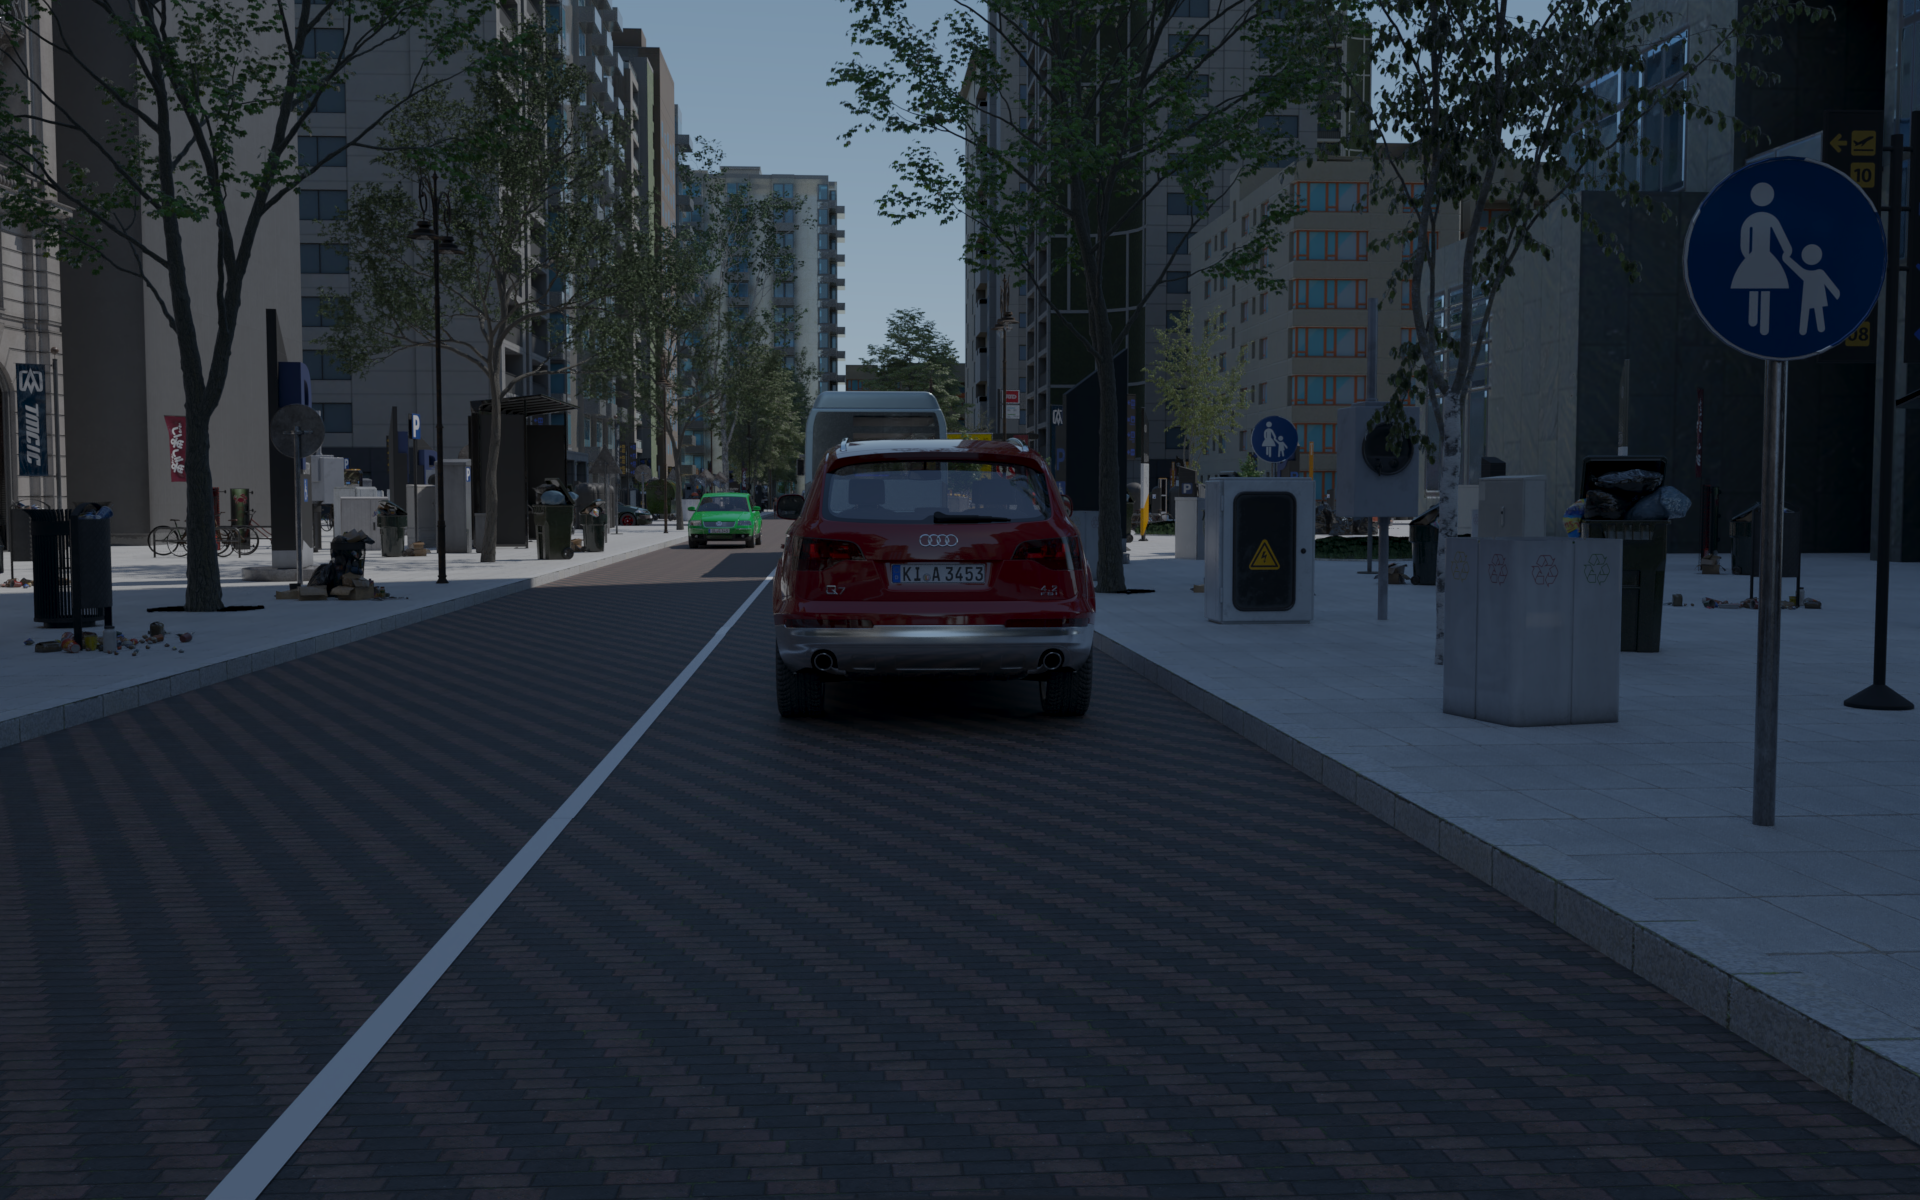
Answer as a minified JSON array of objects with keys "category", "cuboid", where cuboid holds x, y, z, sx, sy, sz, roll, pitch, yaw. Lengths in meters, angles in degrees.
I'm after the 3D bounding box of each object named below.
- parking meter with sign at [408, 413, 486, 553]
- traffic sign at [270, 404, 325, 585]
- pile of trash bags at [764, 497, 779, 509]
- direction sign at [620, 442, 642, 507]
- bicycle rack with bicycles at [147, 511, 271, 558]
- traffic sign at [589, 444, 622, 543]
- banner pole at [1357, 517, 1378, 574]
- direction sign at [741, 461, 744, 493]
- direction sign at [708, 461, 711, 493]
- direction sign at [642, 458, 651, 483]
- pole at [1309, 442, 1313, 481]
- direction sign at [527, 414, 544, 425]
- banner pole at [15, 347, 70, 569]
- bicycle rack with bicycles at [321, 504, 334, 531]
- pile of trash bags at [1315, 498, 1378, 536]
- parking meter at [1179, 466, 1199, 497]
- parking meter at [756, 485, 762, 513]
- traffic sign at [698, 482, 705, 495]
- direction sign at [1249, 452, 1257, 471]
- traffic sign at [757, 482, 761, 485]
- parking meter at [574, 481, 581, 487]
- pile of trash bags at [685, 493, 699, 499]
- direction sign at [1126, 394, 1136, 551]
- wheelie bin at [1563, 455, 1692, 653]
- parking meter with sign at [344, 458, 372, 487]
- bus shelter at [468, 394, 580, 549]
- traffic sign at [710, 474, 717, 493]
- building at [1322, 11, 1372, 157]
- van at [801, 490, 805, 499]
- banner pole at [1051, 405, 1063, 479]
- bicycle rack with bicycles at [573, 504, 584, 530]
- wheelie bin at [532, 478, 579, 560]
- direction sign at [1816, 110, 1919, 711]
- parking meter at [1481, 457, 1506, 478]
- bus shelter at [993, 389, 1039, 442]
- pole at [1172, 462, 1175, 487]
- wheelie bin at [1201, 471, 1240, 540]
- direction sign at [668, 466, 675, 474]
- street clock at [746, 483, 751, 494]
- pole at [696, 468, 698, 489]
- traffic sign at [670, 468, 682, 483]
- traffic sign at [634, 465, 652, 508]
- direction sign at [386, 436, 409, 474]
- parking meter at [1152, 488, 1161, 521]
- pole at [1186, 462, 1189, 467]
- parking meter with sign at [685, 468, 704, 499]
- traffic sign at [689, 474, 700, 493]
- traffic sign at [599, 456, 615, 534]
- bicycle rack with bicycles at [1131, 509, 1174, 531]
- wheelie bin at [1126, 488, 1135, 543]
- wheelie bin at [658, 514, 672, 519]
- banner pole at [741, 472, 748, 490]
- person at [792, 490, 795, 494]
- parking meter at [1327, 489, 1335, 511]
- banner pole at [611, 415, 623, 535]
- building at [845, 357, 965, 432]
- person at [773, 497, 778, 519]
[{"category":"parking meter with sign","cuboid":[-11.018,-2.532,37.658,1.738,3.016,0.543,0,4,0]},{"category":"traffic sign","cuboid":[-9.345,-1.489,24.449,0.768,2.556,0.104,0,4,-2]},{"category":"pile of trash bags","cuboid":[-17.085,-8.499,148.712,3.447,1.369,1.912,-1,4,-9]},{"category":"direction sign","cuboid":[-14.548,-5.129,75.864,0.876,3.537,0.379,-3,5,-43]},{"category":"bicycle rack with bicycles","cuboid":[-15.431,-1.371,35.801,2.925,0.926,2.852,0,4,5]},{"category":"traffic sign","cuboid":[-9.279,-2.772,45.334,0.884,2.594,0.081,0,4,1]},{"category":"banner pole","cuboid":[6.682,-2.326,28.054,0.401,3.779,0.863,1,4,19]},{"category":"direction sign","cuboid":[-14.835,-7.725,118.297,0.379,3.537,0.876,-1,4,-16]},{"category":"direction sign","cuboid":[-17.133,-7.743,118.592,0.379,3.537,0.876,0,4,8]},{"category":"direction sign","cuboid":[-19.679,-7.166,109.166,0.379,3.537,0.876,-2,4,-35]},{"category":"pole","cuboid":[13.681,-4.505,67.507,0.158,3.312,0.155,0,3,0]},{"category":"direction sign","cuboid":[-12.060,-3.462,48.596,0.876,3.537,0.379,-3,5,-40]},{"category":"banner pole","cuboid":[-15.547,-2.408,29.383,0.401,3.779,0.863,3,5,43]},{"category":"bicycle rack with bicycles","cuboid":[-22.392,-2.865,60.221,2.852,0.926,2.925,-3,5,-44]},{"category":"pile of trash bags","cuboid":[12.267,-2.701,53.918,1.912,1.369,3.447,-1,4,-15]},{"category":"parking meter","cuboid":[4.806,-1.877,36.407,0.399,1.863,0.255,1,4,18]},{"category":"parking meter","cuboid":[-13.532,-6.765,116.325,0.255,1.863,0.399,-3,4,-39]},{"category":"traffic sign","cuboid":[-15.830,-6.544,107.100,0.768,2.556,0.104,0,4,-1]},{"category":"direction sign","cuboid":[15.737,-6.192,93.237,0.379,3.537,0.876,-2,4,-24]},{"category":"traffic sign","cuboid":[-16.280,-8.486,139.928,0.795,2.450,0.064,0,4,2]},{"category":"parking meter","cuboid":[-17.008,-4.369,77.150,0.255,1.863,0.399,1,4,15]},{"category":"pile of trash bags","cuboid":[-14.796,-5.386,97.817,1.912,1.369,3.447,-1,4,-17]},{"category":"direction sign","cuboid":[3.685,-2.884,39.149,0.379,3.537,0.876,3,5,43]},{"category":"wheelie bin","cuboid":[5.473,-0.386,14.216,0.980,1.594,0.693,1,4,14]},{"category":"parking meter with sign","cuboid":[-29.216,-5.421,84.901,1.738,3.016,0.543,-3,5,-44]},{"category":"bus shelter","cuboid":[-10.879,-3.203,43.654,1.731,3.624,6.357,0,4,-4]},{"category":"traffic sign","cuboid":[-15.415,-6.642,108.694,0.768,2.556,0.104,0,4,3]},{"category":"building","cuboid":[50.687,-50.222,259.376,20.611,71.187,20.563,0,4,-4]},{"category":"van","cuboid":[-13.636,-9.159,156.753,2.013,2.044,4.112,0,4,-4]},{"category":"banner pole","cuboid":[2.560,-3.238,42.966,0.863,3.779,0.401,-3,4,-38]},{"category":"bicycle rack with bicycles","cuboid":[-14.291,-2.926,61.226,2.852,0.926,2.925,-1,4,-20]},{"category":"wheelie bin","cuboid":[-7.965,-1.591,33.928,0.693,1.594,0.980,-3,4,-36]},{"category":"direction sign","cuboid":[5.536,-1.121,10.330,0.876,3.537,0.379,0,4,-2]},{"category":"parking meter","cuboid":[8.295,-1.300,26.974,0.255,1.863,0.399,-1,4,-9]},{"category":"bus shelter","cuboid":[1.399,-5.274,63.858,2.179,5.291,8.768,0,4,-4]},{"category":"pole","cuboid":[13.525,-7.099,109.916,0.158,3.312,0.155,0,3,0]},{"category":"wheelie bin","cuboid":[3.724,-0.984,23.989,0.693,1.594,0.980,-1,4,-11]},{"category":"direction sign","cuboid":[-23.892,-9.260,143.391,0.379,3.537,0.876,-3,5,-41]},{"category":"street clock","cuboid":[-14.318,-6.887,117.172,0.358,2.002,0.471,-3,4,-38]},{"category":"pole","cuboid":[-20.714,-8.732,136.617,0.158,3.312,0.155,0,3,0]},{"category":"traffic sign","cuboid":[-14.334,-5.292,86.525,0.884,2.594,0.081,0,4,-3]},{"category":"traffic sign","cuboid":[-13.692,-4.567,74.778,0.768,2.556,0.104,0,4,6]},{"category":"direction sign","cuboid":[-21.734,-4.588,67.005,0.876,3.537,0.379,0,4,3]},{"category":"parking meter","cuboid":[7.874,-3.727,69.340,0.372,1.533,0.369,0,3,0]},{"category":"pole","cuboid":[14.362,-7.058,109.243,0.158,3.312,0.155,0,3,0]},{"category":"parking meter with sign","cuboid":[-18.167,-7.377,116.869,1.738,3.016,0.543,1,4,10]},{"category":"traffic sign","cuboid":[-17.022,-6.807,111.395,0.768,2.556,0.104,0,4,2]},{"category":"traffic sign","cuboid":[-11.377,-3.419,56.004,0.768,2.556,0.104,0,4,-4]},{"category":"bicycle rack with bicycles","cuboid":[5.751,-2.753,58.387,2.925,0.926,2.852,0,4,8]},{"category":"wheelie bin","cuboid":[4.169,-2.304,45.584,0.693,1.594,0.980,-2,4,-27]},{"category":"wheelie bin","cuboid":[-15.063,-4.940,88.683,0.980,1.594,0.693,1,4,23]},{"category":"banner pole","cuboid":[-17.356,-9.166,139.887,0.863,3.779,0.401,-3,5,-43]},{"category":"person","cuboid":[-14.318,-8.614,149.738,0.661,1.777,0.834,3,5,45]},{"category":"parking meter","cuboid":[17.490,-4.484,81.726,0.372,1.533,0.369,0,3,0]},{"category":"banner pole","cuboid":[-10.834,-3.962,54.788,0.401,3.779,0.863,-1,4,-22]},{"category":"building","cuboid":[-2.704,-25.405,260.405,28.899,21.520,27.650,0,4,-4]},{"category":"person","cuboid":[-10.592,-5.303,99.877,0.362,1.253,0.373,-1,4,-13]}]
